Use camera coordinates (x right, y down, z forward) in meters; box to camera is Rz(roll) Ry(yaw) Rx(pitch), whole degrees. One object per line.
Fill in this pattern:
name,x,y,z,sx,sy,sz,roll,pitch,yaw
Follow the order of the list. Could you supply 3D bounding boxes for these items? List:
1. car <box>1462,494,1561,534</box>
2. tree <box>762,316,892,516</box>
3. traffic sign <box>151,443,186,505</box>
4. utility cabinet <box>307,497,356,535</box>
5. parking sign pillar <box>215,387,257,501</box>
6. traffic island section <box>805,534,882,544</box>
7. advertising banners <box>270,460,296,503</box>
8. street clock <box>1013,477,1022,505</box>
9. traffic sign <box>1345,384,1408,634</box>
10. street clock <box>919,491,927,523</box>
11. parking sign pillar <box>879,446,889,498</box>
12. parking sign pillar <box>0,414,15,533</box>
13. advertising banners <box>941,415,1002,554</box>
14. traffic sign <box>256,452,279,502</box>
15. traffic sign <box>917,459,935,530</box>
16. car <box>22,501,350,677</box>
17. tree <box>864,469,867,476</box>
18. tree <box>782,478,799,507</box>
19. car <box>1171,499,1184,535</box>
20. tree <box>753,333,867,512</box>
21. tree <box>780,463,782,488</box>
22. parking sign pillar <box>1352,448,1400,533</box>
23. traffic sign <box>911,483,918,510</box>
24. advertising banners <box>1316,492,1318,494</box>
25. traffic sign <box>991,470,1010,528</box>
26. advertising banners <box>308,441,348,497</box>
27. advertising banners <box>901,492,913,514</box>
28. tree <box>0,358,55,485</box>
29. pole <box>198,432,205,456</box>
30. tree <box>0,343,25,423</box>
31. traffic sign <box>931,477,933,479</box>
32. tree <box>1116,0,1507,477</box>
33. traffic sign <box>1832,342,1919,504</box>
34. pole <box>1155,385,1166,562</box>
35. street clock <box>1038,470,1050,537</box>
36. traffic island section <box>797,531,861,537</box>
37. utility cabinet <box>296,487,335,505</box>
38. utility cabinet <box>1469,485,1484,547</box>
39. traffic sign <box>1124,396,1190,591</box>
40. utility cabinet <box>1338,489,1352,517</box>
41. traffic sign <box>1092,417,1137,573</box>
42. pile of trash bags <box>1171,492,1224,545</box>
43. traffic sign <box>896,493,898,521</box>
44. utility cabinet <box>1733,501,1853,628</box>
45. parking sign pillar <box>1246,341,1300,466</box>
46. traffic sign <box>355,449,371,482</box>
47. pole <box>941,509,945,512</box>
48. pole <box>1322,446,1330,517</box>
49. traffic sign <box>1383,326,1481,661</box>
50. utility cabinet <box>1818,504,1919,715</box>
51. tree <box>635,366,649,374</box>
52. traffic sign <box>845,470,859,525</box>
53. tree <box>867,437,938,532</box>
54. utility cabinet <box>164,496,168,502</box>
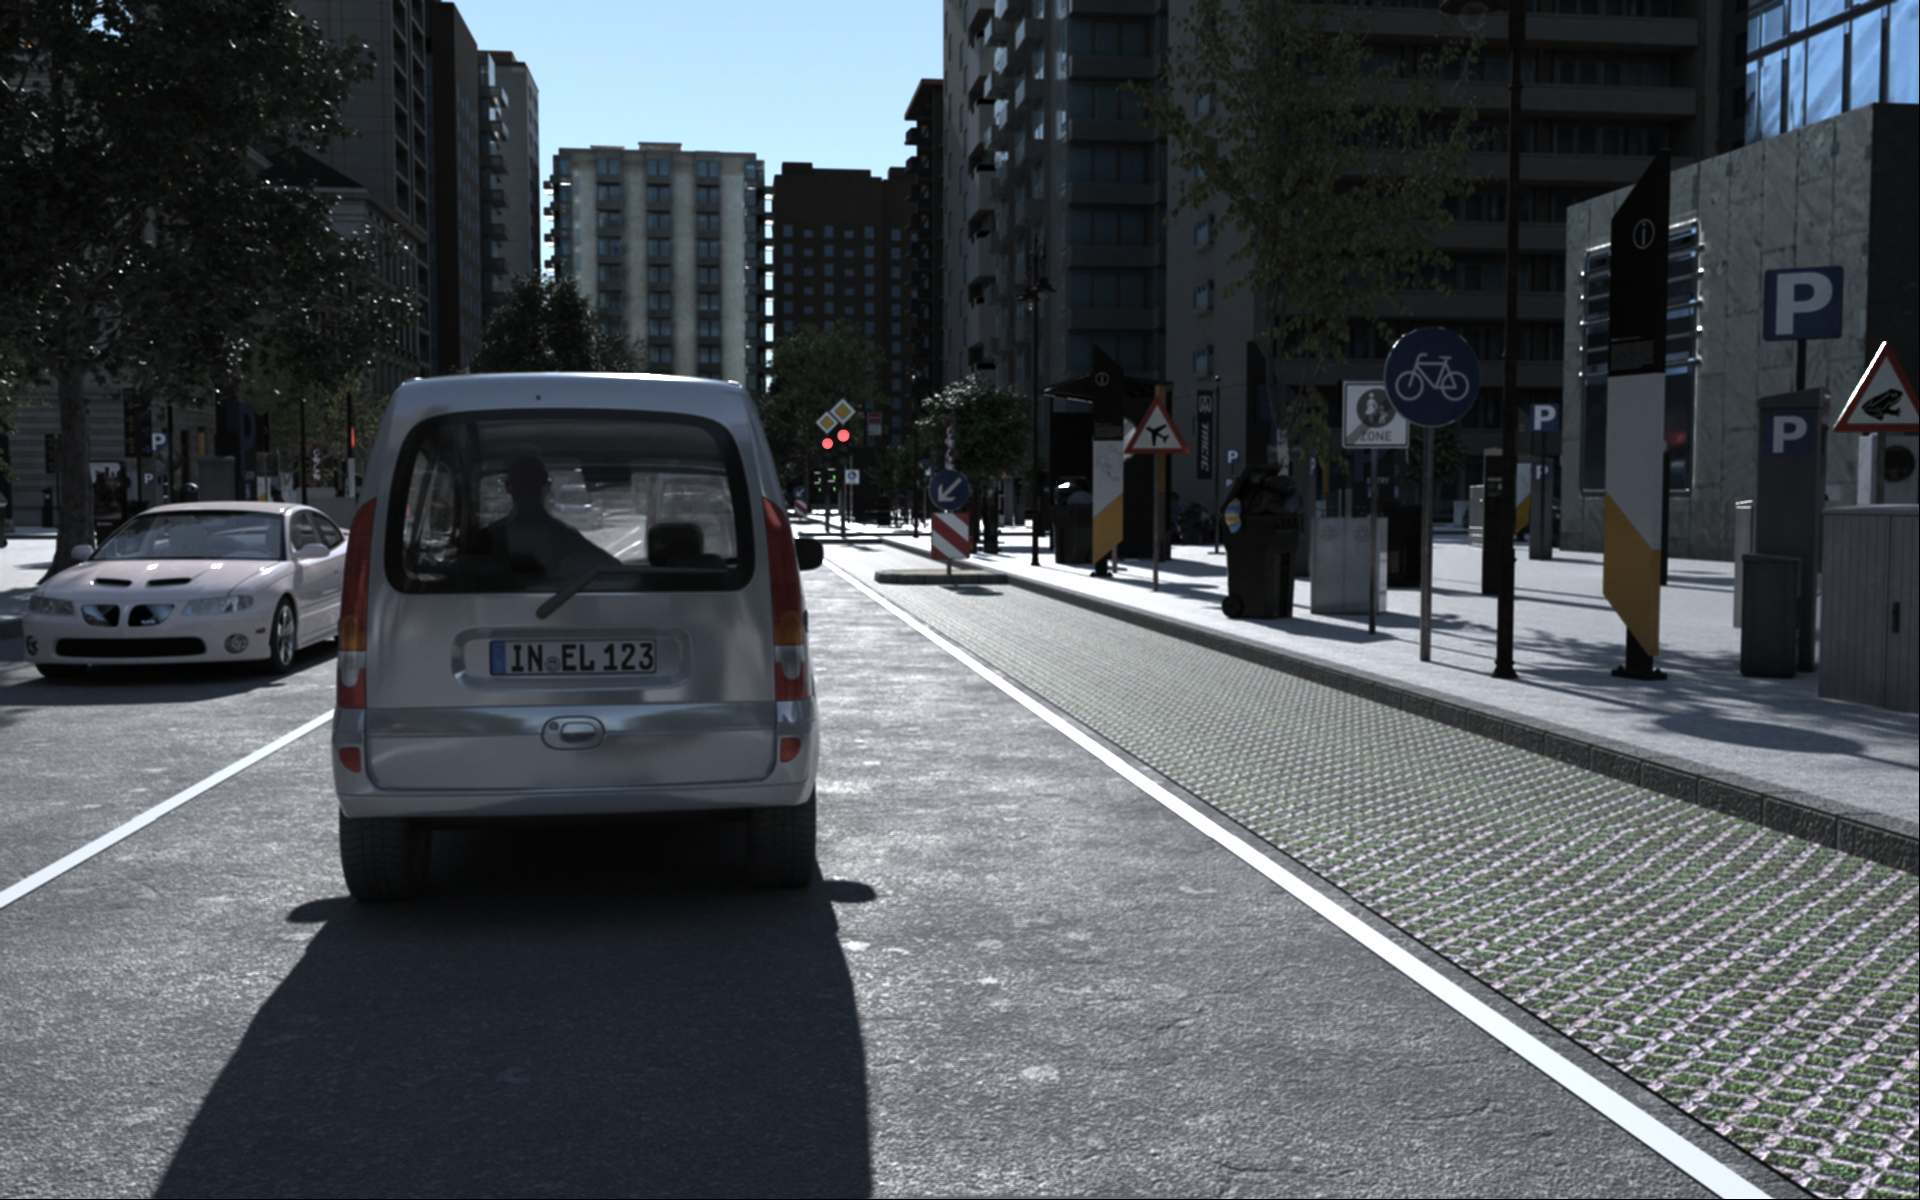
car,19.466,-2.854,58.454,4.920,1.459,2.131,0,4,-8
tree,-7.906,-10.809,102.478,9.928,11.665,9.643,0,3,0
traffic sign,-17.996,-2.337,39.402,0.795,2.450,0.064,0,4,-3
utility cabinet,-13.526,-1.594,37.224,1.020,1.237,0.306,-2,4,-34
parking sign pillar,-15.245,-2.939,36.525,1.447,3.967,1.447,0,4,-5
traffic island section,-3.405,-1.745,50.815,2.009,0.180,2.903,0,4,-8
advertising banners,-33.073,-5.444,85.199,2.074,3.025,0.090,-1,4,-22
street clock,2.467,-4.256,74.157,0.358,2.002,0.471,2,4,25
traffic sign,3.770,-0.835,15.778,0.606,2.300,0.079,0,4,-1
street clock,-1.633,-4.450,77.323,0.358,2.002,0.471,0,4,-5
parking sign pillar,-4.684,-6.693,97.904,1.447,3.967,1.447,-1,4,-18
parking sign pillar,-32.119,-4.206,57.237,1.447,3.967,1.447,-1,4,-20
advertising banners,0.222,-2.544,37.776,0.090,3.025,2.074,-3,4,-37
traffic sign,-16.863,-2.446,42.126,0.606,2.300,0.079,0,4,0
traffic sign,-1.270,-3.822,62.594,0.768,2.556,0.104,0,4,-1
car,-6.454,-0.170,15.147,2.083,1.381,4.827,0,4,-7
tree,-2.489,-4.252,64.127,1.663,3.219,1.824,0,3,0
tree,-17.352,-11.187,177.502,1.663,3.219,1.824,0,3,0
car,5.334,-2.620,55.423,3.894,1.354,1.945,-1,4,-8
tree,-10.746,-12.526,121.813,9.611,12.733,9.660,0,3,0
tree,-20.470,-15.992,195.876,7.601,10.594,8.767,-1,4,-16
parking sign pillar,12.123,-3.793,50.482,1.447,3.967,1.447,3,4,37
traffic sign,-2.189,-4.659,78.302,0.606,2.300,0.079,0,4,-2
advertising banners,13.861,-4.643,72.105,2.074,3.025,0.090,2,4,26
traffic sign,1.454,-4.022,65.765,0.884,2.594,0.081,0,4,-2
advertising banners,-21.023,-3.809,58.471,0.090,3.025,2.074,3,4,38
advertising banners,-3.599,-7.097,112.223,2.074,3.025,0.090,3,4,37
tree,-25.484,-5.793,45.073,4.360,8.622,3.978,0,3,0
pole,-25.117,-3.889,57.434,0.158,3.312,0.155,0,3,0
tree,-21.403,-5.299,37.005,4.737,8.622,4.395,0,3,0
traffic sign,-1.170,-5.023,84.263,0.606,2.300,0.079,0,4,-3
tree,4.019,-4.265,20.092,4.737,8.622,4.395,0,3,0
traffic sign,7.912,-0.911,14.899,0.884,2.594,0.081,0,4,-2
pole,3.756,-2.366,32.532,0.158,3.312,0.155,0,3,0
street clock,2.438,-2.894,51.888,0.471,2.002,0.358,2,4,27
traffic island section,-4.472,-2.229,58.729,2.009,0.180,2.903,0,4,-8
utility cabinet,-21.045,-2.931,56.608,1.173,1.500,0.318,-2,4,-30
utility cabinet,12.652,-2.024,41.774,0.318,1.500,1.173,0,4,-7
traffic sign,2.599,-1.403,22.950,0.884,2.594,0.081,0,4,-4
utility cabinet,16.175,-3.911,72.624,0.318,1.500,1.173,2,4,26
traffic sign,2.524,-1.717,28.175,0.768,2.556,0.104,0,4,-4
pile of trash bags,6.639,-2.150,44.909,3.447,1.369,1.912,-2,4,-32
traffic sign,-2.982,-5.014,82.088,0.768,2.556,0.104,0,4,0
utility cabinet,7.960,-0.331,16.577,1.020,1.237,0.306,0,4,-6
parking sign pillar,5.606,-2.602,31.008,1.447,3.967,1.447,3,4,37
traffic sign,-16.815,-2.982,48.865,0.768,2.556,0.104,0,4,-1
pole,-0.710,-4.839,72.957,0.158,3.312,0.155,0,3,0
pole,15.274,-4.812,72.511,0.158,3.312,0.155,0,3,0
traffic sign,3.581,-0.804,13.251,0.768,2.556,0.104,0,4,-7
utility cabinet,5.639,0.043,10.455,0.306,1.237,1.020,-1,4,-9
tree,-32.390,-16.268,172.634,9.857,13.997,8.962,0,3,0
traffic sign,-4.510,-4.302,72.466,0.606,2.300,0.079,0,4,-1
tree,-1.841,-3.906,58.468,1.663,3.219,1.824,0,3,0
utility cabinet,-27.513,-2.956,59.495,0.306,1.237,1.020,1,4,19
